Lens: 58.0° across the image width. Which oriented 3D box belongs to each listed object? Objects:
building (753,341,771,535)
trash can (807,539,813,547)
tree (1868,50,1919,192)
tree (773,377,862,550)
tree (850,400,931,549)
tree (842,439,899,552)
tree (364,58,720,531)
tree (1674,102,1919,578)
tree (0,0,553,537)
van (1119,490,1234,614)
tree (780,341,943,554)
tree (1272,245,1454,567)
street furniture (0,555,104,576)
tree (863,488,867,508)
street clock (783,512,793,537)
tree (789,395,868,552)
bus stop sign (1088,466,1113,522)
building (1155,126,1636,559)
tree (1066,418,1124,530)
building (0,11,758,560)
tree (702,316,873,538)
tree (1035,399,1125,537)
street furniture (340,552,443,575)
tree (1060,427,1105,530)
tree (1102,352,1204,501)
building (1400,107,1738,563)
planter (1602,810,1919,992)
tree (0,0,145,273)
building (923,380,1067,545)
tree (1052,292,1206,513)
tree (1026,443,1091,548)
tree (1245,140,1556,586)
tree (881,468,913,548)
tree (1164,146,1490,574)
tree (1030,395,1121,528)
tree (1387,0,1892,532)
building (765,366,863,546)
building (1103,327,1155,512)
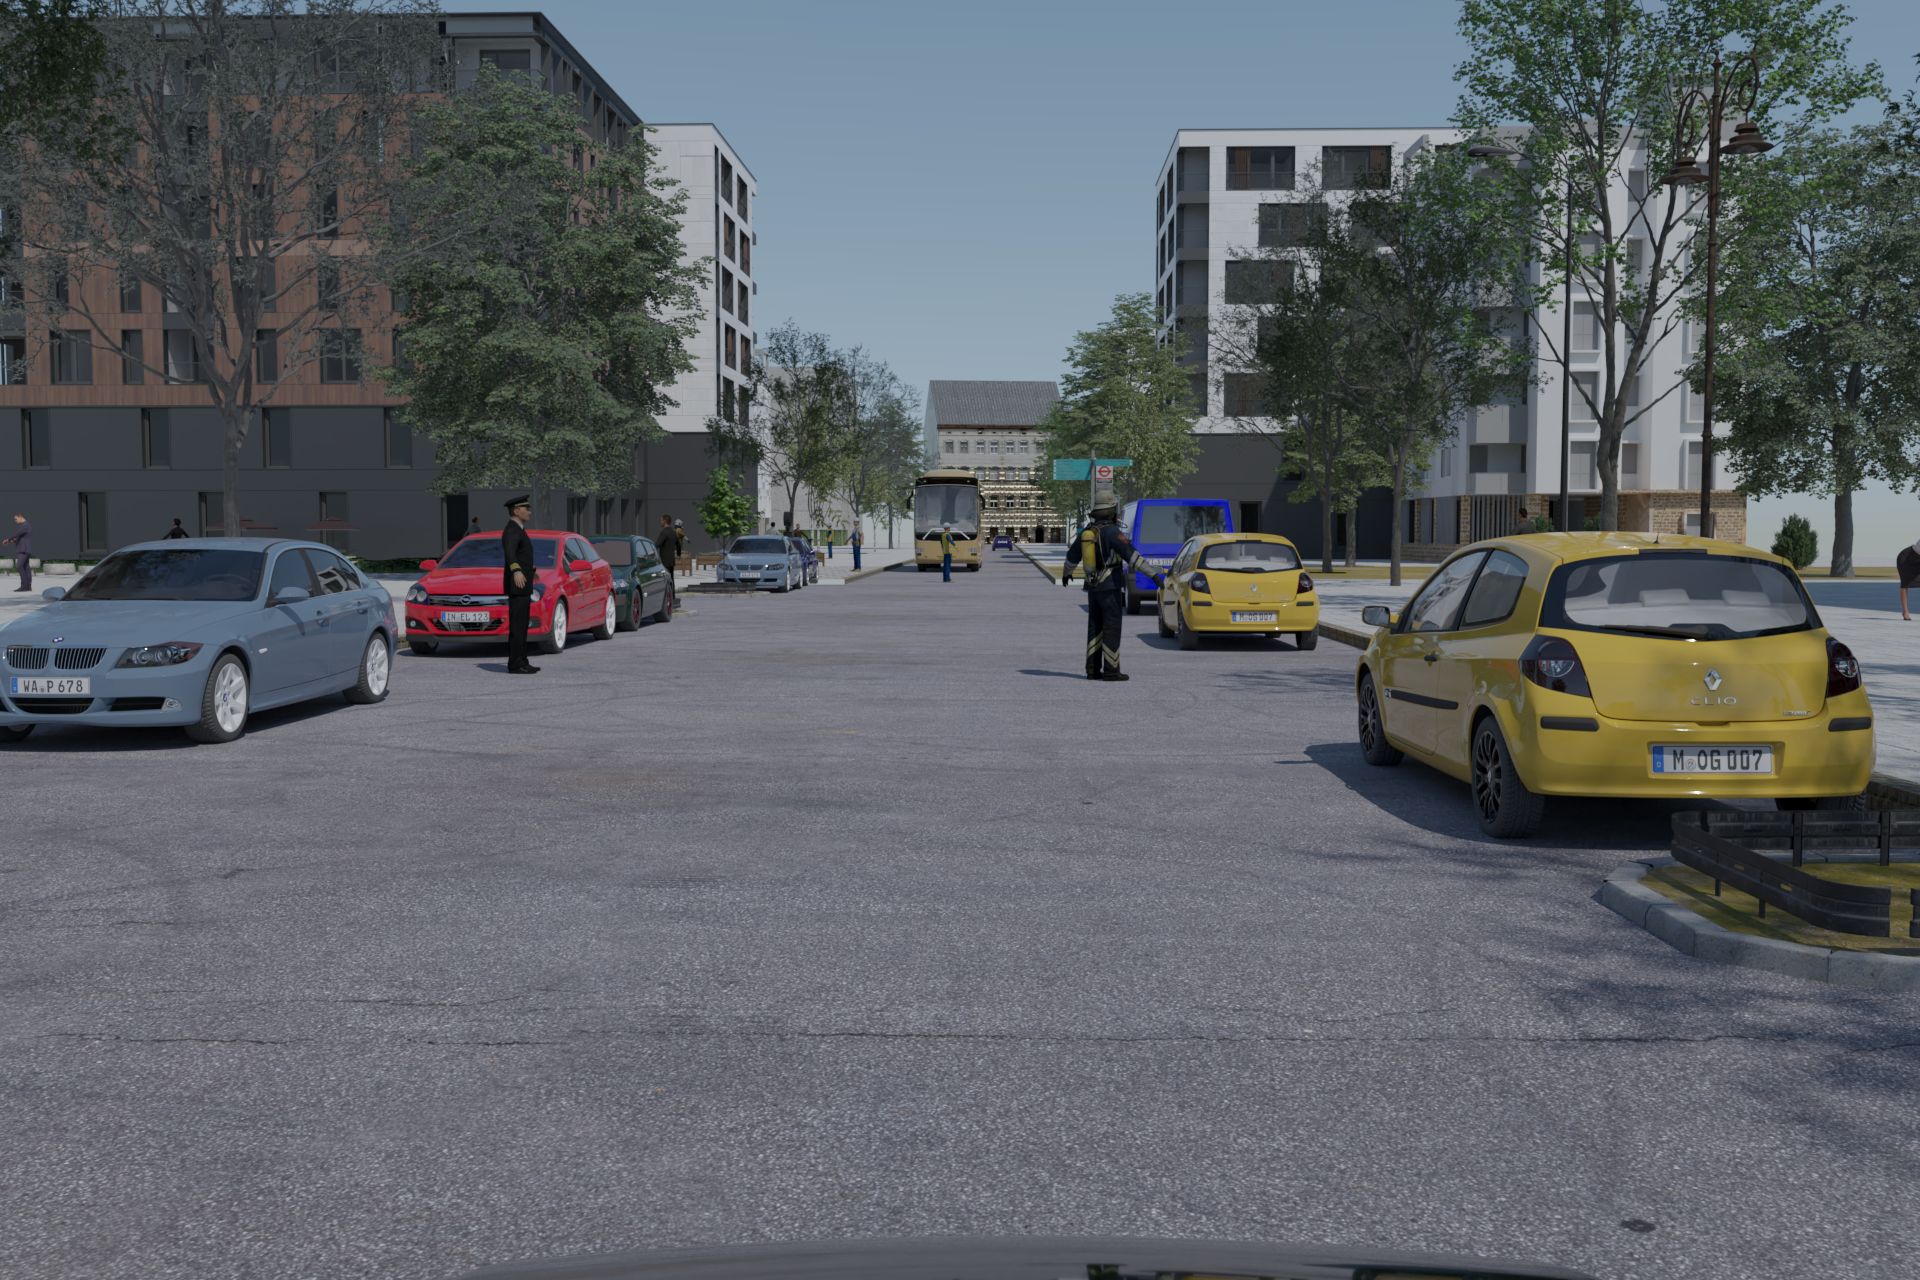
[{"bbox_3d":[-24.973,-18.968,166.544,16.016,20.090,11.380,0,4,2],"label":"building"},{"bbox_3d":[-4.931,-2.592,54.031,0.748,1.137,0.748,0,3,0],"label":"trash can"},{"bbox_3d":[9.429,-4.662,10.641,8.767,10.594,7.601,-1,4,-14],"label":"tree"},{"bbox_3d":[-6.752,-8.034,81.723,4.737,8.622,4.395,0,3,0],"label":"tree"},{"bbox_3d":[-6.017,-13.928,145.857,7.486,12.596,7.792,0,3,0],"label":"tree"},{"bbox_3d":[-6.243,-10.635,124.239,4.737,8.622,4.395,0,3,0],"label":"tree"},{"bbox_3d":[-11.373,-8.577,46.897,9.857,13.997,8.962,0,3,0],"label":"tree"},{"bbox_3d":[26.011,-8.821,50.877,9.857,13.997,8.962,0,3,0],"label":"tree"},{"bbox_3d":[-11.930,-7.202,28.123,12.009,13.543,11.850,0,3,0],"label":"tree"},{"bbox_3d":[3.930,-1.720,32.501,2.240,2.365,5.245,0,4,1],"label":"van"},{"bbox_3d":[-6.680,-12.297,111.428,12.009,13.543,11.850,0,3,0],"label":"tree"},{"bbox_3d":[15.527,-9.104,66.971,7.486,12.596,7.792,0,3,0],"label":"tree"},{"bbox_3d":[-28.748,-2.521,56.838,5.734,0.657,10.072,3,4,35],"label":"street furniture"},{"bbox_3d":[-15.715,-19.713,240.428,7.486,12.596,7.792,0,3,0],"label":"tree"},{"bbox_3d":[-5.558,-3.138,55.884,0.358,2.002,0.471,0,4,2],"label":"street clock"},{"bbox_3d":[-7.059,-8.398,87.676,4.737,8.622,4.395,0,3,0],"label":"tree"},{"bbox_3d":[4.936,-4.416,60.911,0.855,3.939,0.416,0,4,1],"label":"bus stop sign"},{"bbox_3d":[25.424,-15.878,103.577,27.936,21.610,32.646,0,4,2],"label":"building"},{"bbox_3d":[8.432,-9.591,107.174,4.737,8.622,4.395,0,3,0],"label":"tree"},{"bbox_3d":[-26.277,-14.731,84.824,27.936,21.610,32.646,0,4,2],"label":"building"},{"bbox_3d":[-7.512,-8.613,75.233,8.767,10.594,7.601,1,4,15],"label":"tree"},{"bbox_3d":[10.035,-13.805,143.845,7.486,12.596,7.792,0,3,0],"label":"tree"},{"bbox_3d":[-18.116,-2.624,58.526,5.734,0.657,10.072,-2,4,-32],"label":"street furniture"},{"bbox_3d":[8.975,-10.319,119.074,4.737,8.622,4.395,0,3,0],"label":"tree"},{"bbox_3d":[7.684,-7.379,71.010,4.737,8.622,4.395,0,3,0],"label":"tree"},{"bbox_3d":[26.531,-13.877,83.315,16.016,20.090,11.380,0,4,2],"label":"building"},{"bbox_3d":[3.484,0.906,6.327,1.991,0.319,1.994,0,4,1],"label":"planter"},{"bbox_3d":[-11.783,-4.976,15.773,8.767,10.594,7.601,-1,4,-13],"label":"tree"},{"bbox_3d":[4.692,-25.263,246.434,18.063,23.208,19.493,0,4,-7],"label":"building"},{"bbox_3d":[7.887,-9.995,81.552,7.486,12.596,7.792,0,3,0],"label":"tree"},{"bbox_3d":[9.597,-13.454,154.385,8.767,10.594,7.601,1,4,22],"label":"tree"},{"bbox_3d":[10.471,-6.590,42.155,7.601,10.594,8.767,-3,5,-44],"label":"tree"},{"bbox_3d":[-5.452,-12.460,154.089,4.360,8.622,3.978,0,3,0],"label":"tree"},{"bbox_3d":[11.836,-8.906,55.978,12.009,13.543,11.850,0,3,0],"label":"tree"},{"bbox_3d":[9.044,-12.443,129.191,9.928,11.665,9.643,0,3,0],"label":"tree"},{"bbox_3d":[10.405,-6.216,27.385,9.928,11.665,9.643,0,3,0],"label":"tree"},{"bbox_3d":[-20.666,-20.314,198.597,16.747,18.905,31.486,0,4,1],"label":"building"},{"bbox_3d":[29.130,-20.963,186.720,27.936,21.610,32.646,0,4,1],"label":"building"}]
